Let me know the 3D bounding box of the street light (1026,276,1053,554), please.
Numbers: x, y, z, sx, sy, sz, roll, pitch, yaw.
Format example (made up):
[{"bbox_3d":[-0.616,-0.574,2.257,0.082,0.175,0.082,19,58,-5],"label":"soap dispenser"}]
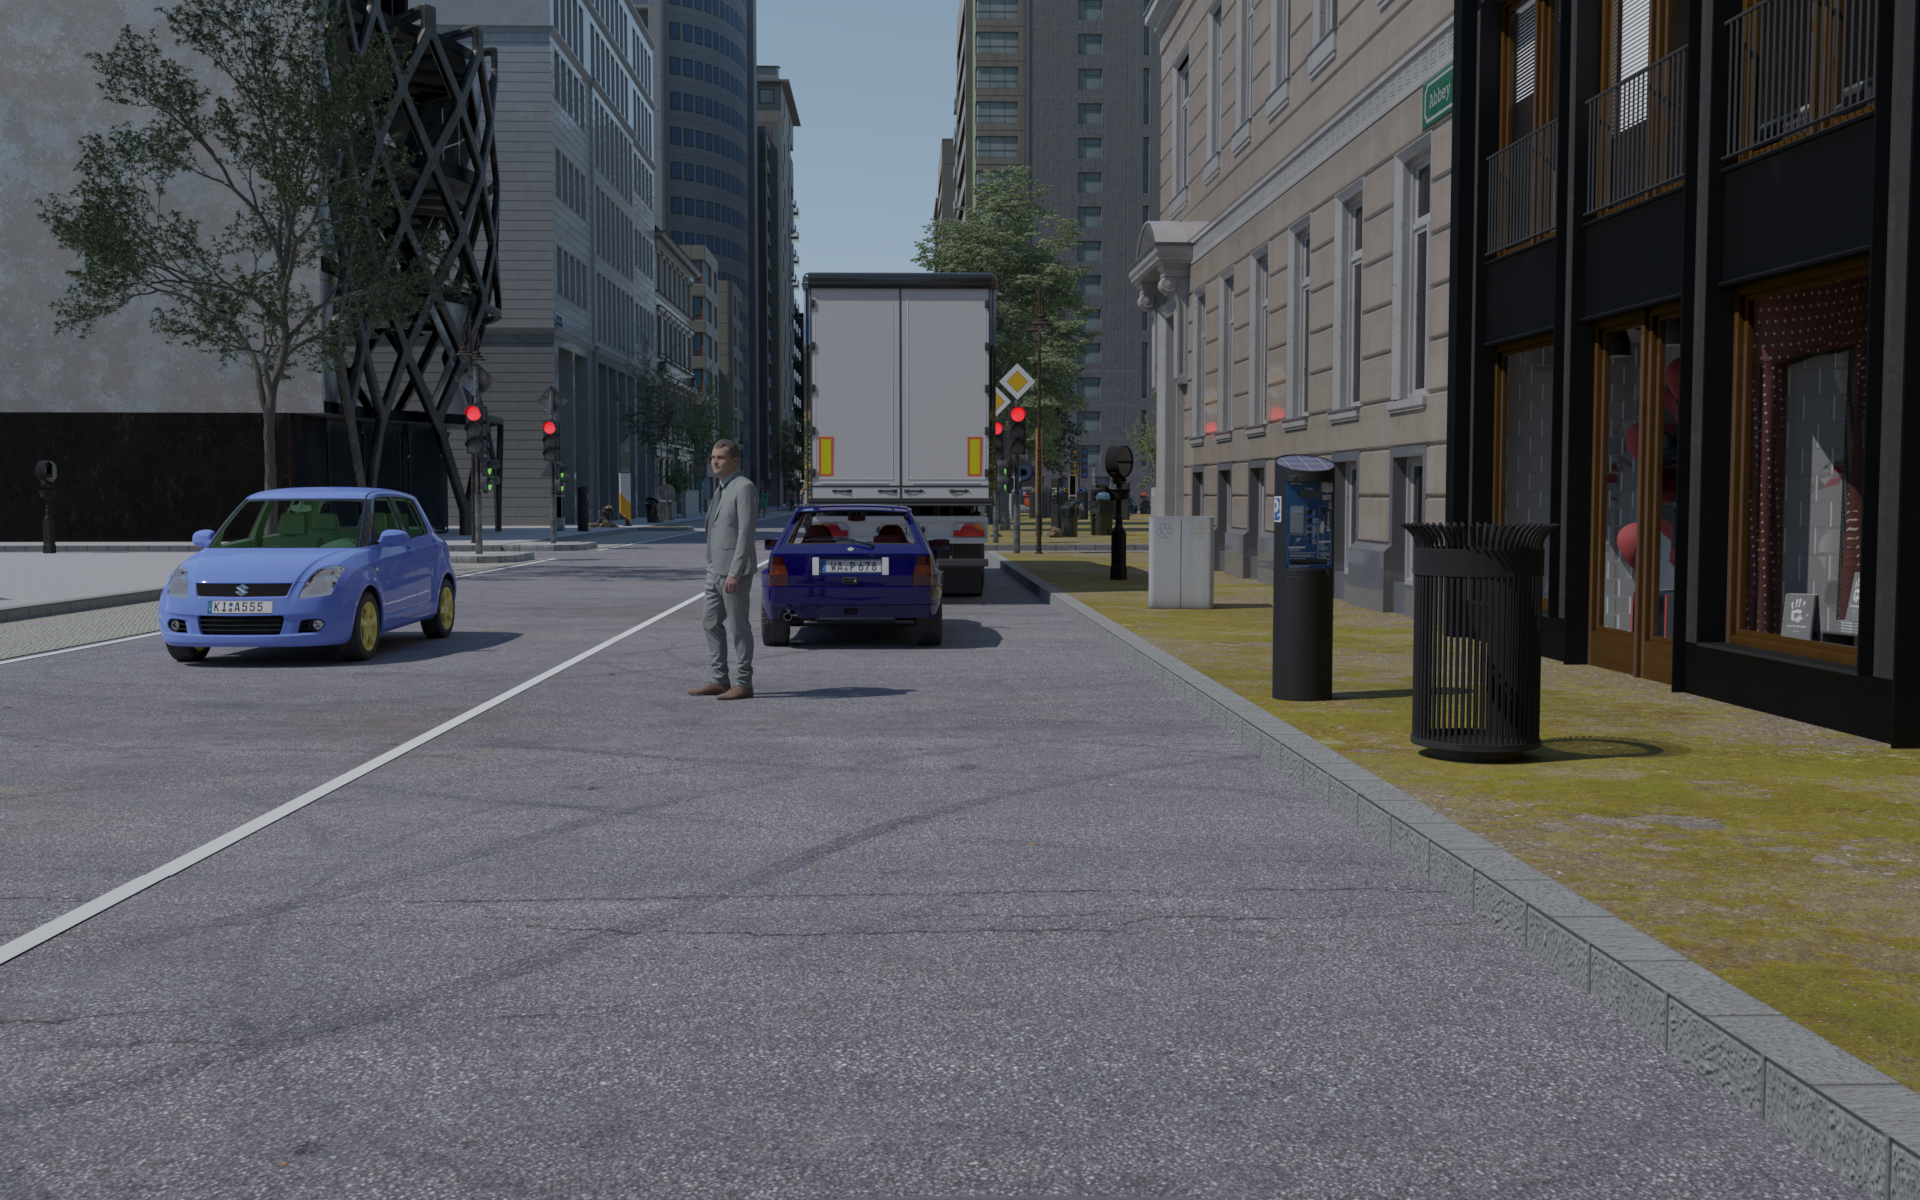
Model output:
[{"bbox_3d":[1.689,-3.923,36.927,0.468,5.910,1.993,0,4,-2],"label":"street light"}]

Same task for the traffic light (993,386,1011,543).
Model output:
[{"bbox_3d":[0.920,-3.445,45.254,0.839,4.253,0.868,0,4,-2],"label":"traffic light"}]

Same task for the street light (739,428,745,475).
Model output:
[{"bbox_3d":[-15.305,-9.096,121.503,0.468,5.910,1.993,0,4,-2],"label":"street light"}]

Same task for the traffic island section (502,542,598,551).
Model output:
[{"bbox_3d":[-10.574,-1.387,44.957,2.009,0.180,2.903,0,4,-2],"label":"traffic island section"}]

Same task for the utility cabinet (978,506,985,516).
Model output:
[{"bbox_3d":[0.842,-5.551,99.443,1.173,1.500,0.318,-2,4,-31],"label":"utility cabinet"}]

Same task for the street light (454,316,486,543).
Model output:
[{"bbox_3d":[-12.676,-4.416,44.991,0.468,5.910,1.993,0,4,-2],"label":"street light"}]

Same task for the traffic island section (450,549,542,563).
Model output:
[{"bbox_3d":[-10.285,-0.899,36.977,2.009,0.180,2.903,0,4,-2],"label":"traffic island section"}]

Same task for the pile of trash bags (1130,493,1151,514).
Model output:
[{"bbox_3d":[11.535,-6.188,110.918,1.912,1.369,3.447,1,4,15],"label":"pile of trash bags"}]

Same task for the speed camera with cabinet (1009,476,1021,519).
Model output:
[{"bbox_3d":[2.641,-5.822,89.532,0.660,3.252,2.038,1,4,15],"label":"speed camera with cabinet"}]

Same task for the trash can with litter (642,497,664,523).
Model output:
[{"bbox_3d":[-13.744,-4.055,77.691,0.624,1.170,1.055,1,4,19],"label":"trash can with litter"}]

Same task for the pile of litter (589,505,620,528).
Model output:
[{"bbox_3d":[-13.811,-3.236,66.870,1.176,0.858,1.719,-3,4,-36],"label":"pile of litter"}]

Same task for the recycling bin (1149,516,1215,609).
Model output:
[{"bbox_3d":[2.511,-0.433,19.626,0.722,1.027,0.722,0,4,8],"label":"recycling bin"}]

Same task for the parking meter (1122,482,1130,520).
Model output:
[{"bbox_3d":[8.204,-4.904,85.893,0.399,1.863,0.255,2,4,24],"label":"parking meter"}]

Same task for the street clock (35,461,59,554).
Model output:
[{"bbox_3d":[-19.693,-2.008,37.405,0.358,2.002,0.471,0,4,8],"label":"street clock"}]

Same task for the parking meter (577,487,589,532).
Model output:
[{"bbox_3d":[-12.927,-3.116,59.350,0.372,1.533,0.369,0,3,0],"label":"parking meter"}]

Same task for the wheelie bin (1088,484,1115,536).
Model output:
[{"bbox_3d":[4.397,-2.799,53.677,0.693,1.594,0.980,-2,4,-29],"label":"wheelie bin"}]

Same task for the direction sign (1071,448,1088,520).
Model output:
[{"bbox_3d":[5.892,-5.729,85.664,0.876,3.537,0.379,1,4,19],"label":"direction sign"}]

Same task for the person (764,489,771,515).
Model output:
[{"bbox_3d":[-13.320,-6.722,118.650,0.600,1.795,0.529,2,4,25],"label":"person"}]

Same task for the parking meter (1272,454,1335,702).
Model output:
[{"bbox_3d":[2.150,-0.149,10.839,0.372,1.533,0.369,0,3,0],"label":"parking meter"}]

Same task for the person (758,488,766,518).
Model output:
[{"bbox_3d":[-11.805,-5.774,103.151,0.529,1.795,0.600,1,4,14],"label":"person"}]

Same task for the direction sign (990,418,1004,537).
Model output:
[{"bbox_3d":[1.089,-3.663,51.888,0.379,3.537,0.876,-2,4,-26],"label":"direction sign"}]

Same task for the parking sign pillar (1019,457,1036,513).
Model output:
[{"bbox_3d":[4.413,-7.847,116.771,1.447,3.967,1.447,1,4,20],"label":"parking sign pillar"}]

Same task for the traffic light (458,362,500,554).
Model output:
[{"bbox_3d":[-10.244,-2.931,36.844,0.839,4.253,0.868,0,4,-2],"label":"traffic light"}]

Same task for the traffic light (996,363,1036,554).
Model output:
[{"bbox_3d":[1.209,-2.957,37.274,0.839,4.253,0.868,0,4,-2],"label":"traffic light"}]

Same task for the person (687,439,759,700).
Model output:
[{"bbox_3d":[-1.610,-0.217,12.146,0.391,1.810,0.635,-2,4,-35],"label":"person"}]

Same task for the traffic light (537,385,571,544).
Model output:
[{"bbox_3d":[-10.534,-3.419,44.824,0.839,4.253,0.868,0,4,-2],"label":"traffic light"}]

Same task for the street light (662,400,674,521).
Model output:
[{"bbox_3d":[-13.965,-6.719,82.637,0.468,5.910,1.993,0,4,-2],"label":"street light"}]

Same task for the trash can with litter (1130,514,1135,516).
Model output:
[{"bbox_3d":[9.151,-5.511,101.158,2.233,1.210,1.678,0,4,1],"label":"trash can with litter"}]

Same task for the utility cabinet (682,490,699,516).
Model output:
[{"bbox_3d":[-15.630,-5.605,100.318,0.318,1.500,1.173,2,4,31],"label":"utility cabinet"}]

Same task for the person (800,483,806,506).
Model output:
[{"bbox_3d":[-4.717,-2.732,53.349,0.473,1.802,0.592,0,4,-1],"label":"person"}]

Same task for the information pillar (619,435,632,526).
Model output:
[{"bbox_3d":[-13.316,-4.742,68.885,0.504,3.616,0.183,-3,5,-44],"label":"information pillar"}]

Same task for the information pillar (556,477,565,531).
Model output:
[{"bbox_3d":[-13.965,-3.418,60.370,0.304,2.012,0.304,0,4,2],"label":"information pillar"}]

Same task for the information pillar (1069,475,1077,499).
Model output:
[{"bbox_3d":[4.329,-3.801,66.636,0.304,2.012,0.304,0,4,2],"label":"information pillar"}]

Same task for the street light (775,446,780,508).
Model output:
[{"bbox_3d":[-16.749,-11.418,159.464,0.468,5.910,1.993,0,4,-2],"label":"street light"}]

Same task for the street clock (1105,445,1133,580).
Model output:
[{"bbox_3d":[2.376,-1.304,25.897,0.358,2.002,0.471,2,4,35],"label":"street clock"}]

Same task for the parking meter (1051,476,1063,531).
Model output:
[{"bbox_3d":[3.067,-3.004,54.833,0.255,1.863,0.399,2,4,34],"label":"parking meter"}]

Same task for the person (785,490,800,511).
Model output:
[{"bbox_3d":[-13.763,-8.138,142.281,1.217,1.743,0.721,0,4,-4],"label":"person"}]

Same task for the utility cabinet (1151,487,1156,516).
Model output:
[{"bbox_3d":[6.449,-2.785,54.216,0.318,1.500,1.173,-2,4,-32],"label":"utility cabinet"}]

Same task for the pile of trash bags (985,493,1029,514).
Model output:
[{"bbox_3d":[3.201,-6.387,114.176,3.447,1.369,1.912,1,4,23],"label":"pile of trash bags"}]
